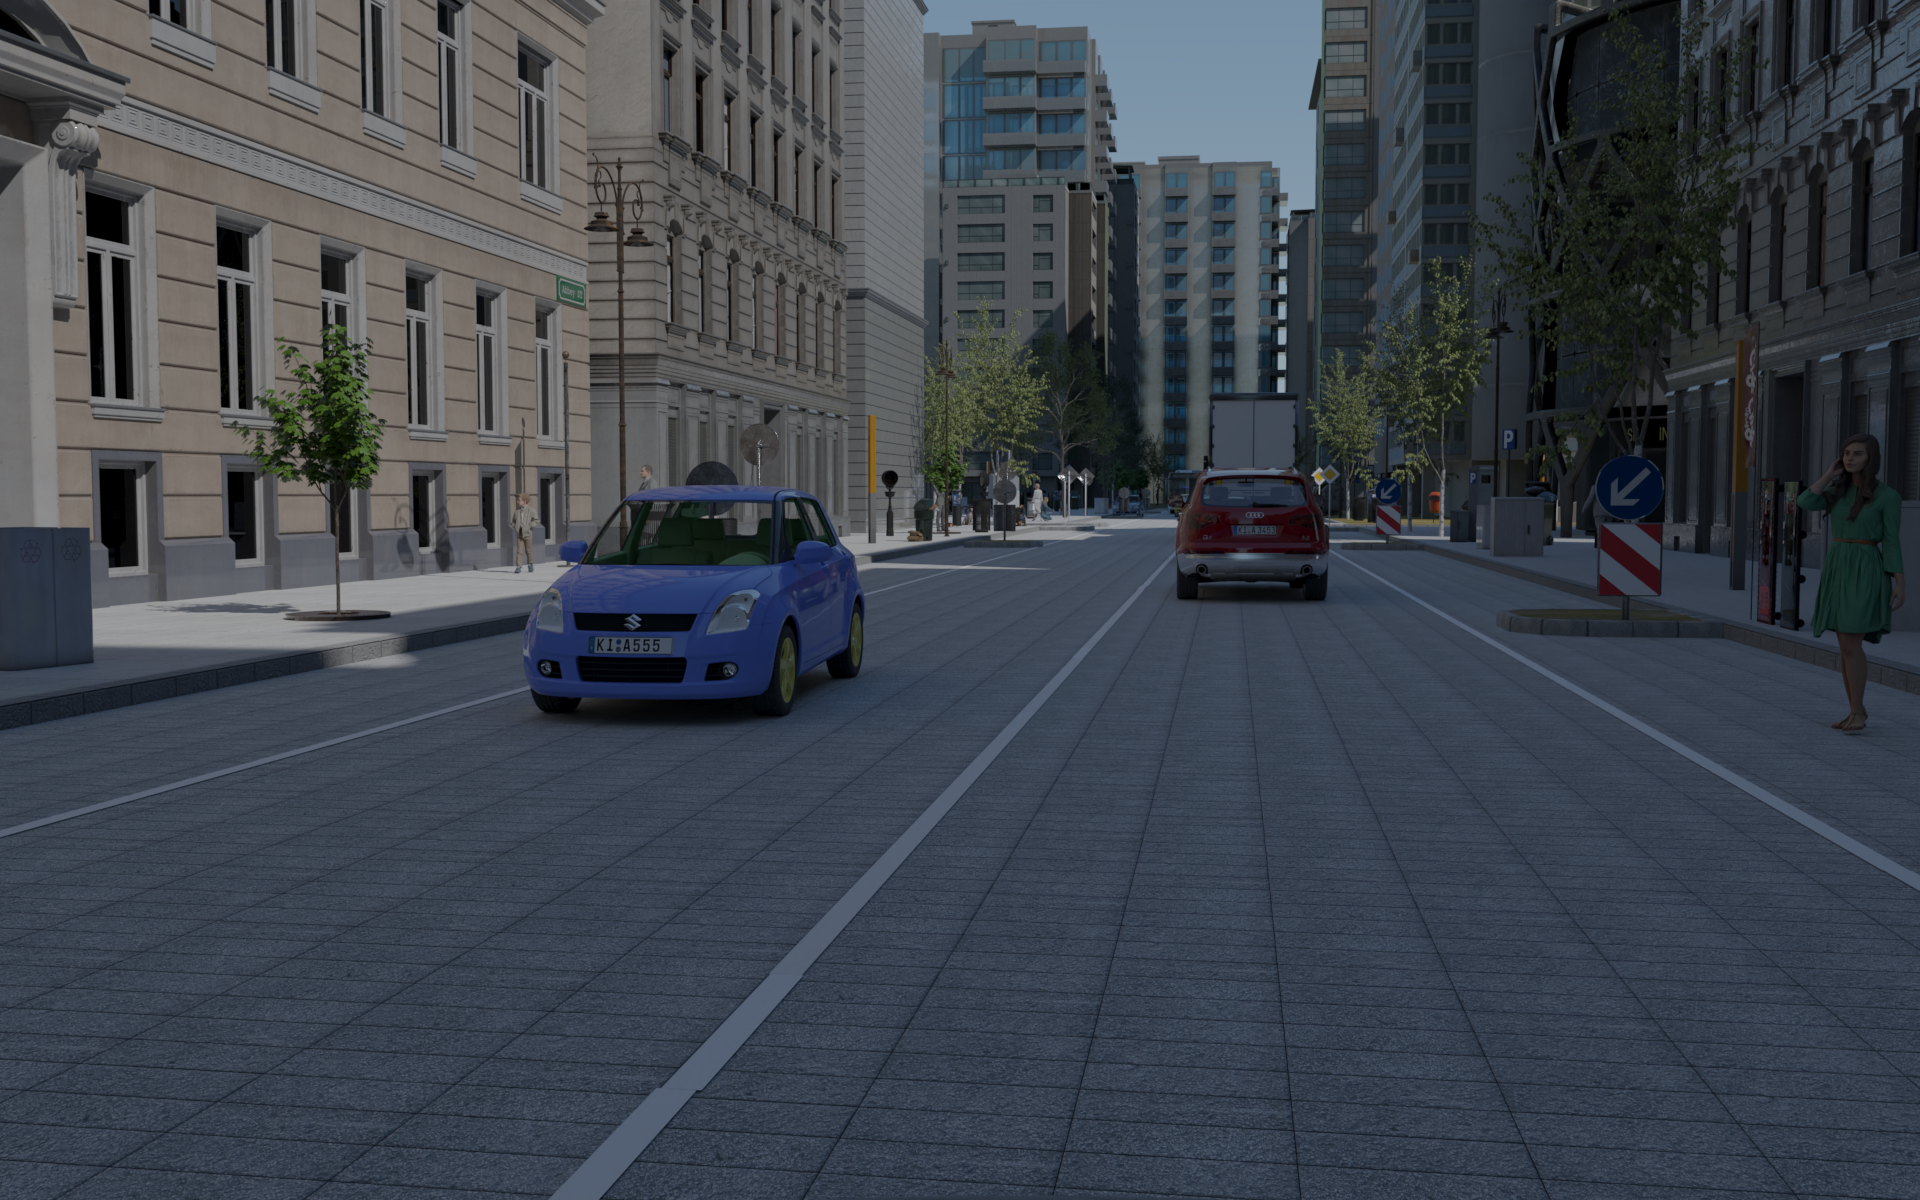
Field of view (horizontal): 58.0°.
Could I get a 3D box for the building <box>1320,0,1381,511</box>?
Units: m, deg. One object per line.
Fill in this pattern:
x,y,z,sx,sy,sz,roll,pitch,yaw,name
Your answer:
35.489,-27.736,137.077,14.154,41.232,14.086,1,4,9,building

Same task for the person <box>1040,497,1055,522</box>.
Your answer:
4.102,-4.255,81.110,0.738,1.151,1.012,0,4,2,person

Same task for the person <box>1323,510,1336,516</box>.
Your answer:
21.894,-5.923,102.656,0.755,1.850,0.659,2,4,30,person

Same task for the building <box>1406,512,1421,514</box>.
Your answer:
35.347,-28.410,114.607,14.600,45.320,14.200,1,4,9,building

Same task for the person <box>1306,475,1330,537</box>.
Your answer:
7.039,-1.614,35.014,0.853,1.813,0.709,1,4,14,person

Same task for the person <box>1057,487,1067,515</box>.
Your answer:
6.415,-6.254,108.653,0.716,1.782,0.532,-1,4,-10,person

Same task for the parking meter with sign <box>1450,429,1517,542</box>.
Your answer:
13.952,-3.057,46.244,1.738,3.016,0.543,-1,4,-18,parking meter with sign

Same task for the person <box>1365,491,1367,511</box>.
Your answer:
28.043,-6.889,119.158,0.515,1.767,0.782,3,5,39,person

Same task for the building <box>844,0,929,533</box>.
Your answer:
-16.768,-17.481,63.305,29.804,29.767,11.434,1,4,9,building

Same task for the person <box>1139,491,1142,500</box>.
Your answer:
18.872,-10.608,180.000,0.721,1.766,1.217,-1,4,-14,person

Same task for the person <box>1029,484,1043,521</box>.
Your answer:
3.658,-4.633,82.137,0.694,1.780,0.624,-1,4,-22,person

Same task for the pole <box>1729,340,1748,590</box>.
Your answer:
10.390,-1.787,23.060,0.158,3.312,0.155,0,3,0,pole

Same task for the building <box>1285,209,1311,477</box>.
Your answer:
52.442,-34.053,240.354,14.086,41.232,14.154,1,4,9,building

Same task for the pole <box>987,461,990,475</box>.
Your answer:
1.763,-6.970,107.795,0.158,3.312,0.155,0,3,0,pole

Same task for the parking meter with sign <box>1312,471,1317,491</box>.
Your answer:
26.463,-8.120,129.018,0.543,3.016,1.738,1,4,12,parking meter with sign

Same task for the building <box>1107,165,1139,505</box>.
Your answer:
15.269,-32.653,217.474,14.086,41.232,14.154,1,4,9,building

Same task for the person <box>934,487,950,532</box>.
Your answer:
-0.590,-3.273,59.358,0.447,1.846,0.655,2,4,34,person

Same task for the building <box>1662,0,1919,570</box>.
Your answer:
19.530,-11.062,30.021,9.793,20.994,18.267,1,4,9,building

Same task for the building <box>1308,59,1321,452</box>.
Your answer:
56.002,-37.612,204.196,28.713,52.752,27.495,1,4,9,building

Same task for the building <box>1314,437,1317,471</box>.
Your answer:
48.368,-52.728,174.768,22.319,86.520,31.000,1,4,9,building

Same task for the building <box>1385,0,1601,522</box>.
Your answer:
35.882,-24.495,92.375,23.993,40.220,32.217,1,4,9,building

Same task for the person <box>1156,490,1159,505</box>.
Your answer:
22.991,-11.986,202.102,0.705,1.812,1.348,0,4,7,person

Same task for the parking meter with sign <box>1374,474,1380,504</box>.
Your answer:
30.636,-8.026,127.486,0.543,3.016,1.738,2,4,35,parking meter with sign

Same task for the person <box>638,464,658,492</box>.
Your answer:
-5.634,-1.520,30.993,0.767,1.812,0.694,-2,4,-24,person

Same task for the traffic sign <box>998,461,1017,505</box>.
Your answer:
1.820,-4.097,67.099,0.768,2.556,0.104,1,4,15,traffic sign

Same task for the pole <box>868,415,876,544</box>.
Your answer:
-2.280,-3.119,44.842,0.158,3.312,0.155,0,3,0,pole

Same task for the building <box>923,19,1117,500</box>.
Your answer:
4.862,-34.441,182.715,23.786,49.044,30.456,1,4,9,building

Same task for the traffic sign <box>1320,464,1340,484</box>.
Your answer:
14.395,-3.985,67.348,0.795,2.593,0.064,1,4,9,traffic sign

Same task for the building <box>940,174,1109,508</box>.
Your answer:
6.234,-23.784,160.561,14.160,30.474,14.107,1,4,9,building

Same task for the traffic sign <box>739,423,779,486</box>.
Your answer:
-3.628,-1.903,31.221,0.768,2.556,0.104,1,4,15,traffic sign

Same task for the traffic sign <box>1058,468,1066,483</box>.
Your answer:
5.245,-5.323,86.769,0.795,2.593,0.064,1,4,15,traffic sign

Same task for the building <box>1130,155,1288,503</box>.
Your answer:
31.108,-38.424,247.847,30.456,49.044,23.786,1,4,9,building

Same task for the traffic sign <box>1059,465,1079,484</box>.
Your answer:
4.325,-4.082,68.932,0.795,2.593,0.064,1,4,9,traffic sign

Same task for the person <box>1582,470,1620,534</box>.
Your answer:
13.140,-1.779,35.405,0.678,1.792,0.850,0,4,0,person

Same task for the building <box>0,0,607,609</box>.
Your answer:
-14.908,-14.636,25.208,13.634,28.700,20.117,1,4,9,building

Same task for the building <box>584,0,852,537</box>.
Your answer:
-9.338,-11.915,43.965,9.793,20.994,18.267,1,4,9,building

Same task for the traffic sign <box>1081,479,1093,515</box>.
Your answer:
7.862,-6.565,107.446,0.768,2.556,0.104,1,4,16,traffic sign

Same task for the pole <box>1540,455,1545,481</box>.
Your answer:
25.494,-5.019,75.911,0.158,3.312,0.155,0,3,0,pole

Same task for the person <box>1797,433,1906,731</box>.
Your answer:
5.414,-0.104,10.440,0.529,1.795,0.600,-3,5,-44,person

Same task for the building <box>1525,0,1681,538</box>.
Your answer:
26.172,-11.364,53.256,16.820,18.784,16.811,1,4,9,building

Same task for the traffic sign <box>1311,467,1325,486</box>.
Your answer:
15.625,-4.468,75.238,0.795,2.593,0.064,1,4,9,traffic sign

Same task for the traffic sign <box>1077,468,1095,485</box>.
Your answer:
5.555,-4.565,76.822,0.795,2.593,0.064,1,4,9,traffic sign

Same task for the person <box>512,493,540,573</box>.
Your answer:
-7.066,-1.092,28.173,0.475,1.303,0.640,0,4,-1,person
